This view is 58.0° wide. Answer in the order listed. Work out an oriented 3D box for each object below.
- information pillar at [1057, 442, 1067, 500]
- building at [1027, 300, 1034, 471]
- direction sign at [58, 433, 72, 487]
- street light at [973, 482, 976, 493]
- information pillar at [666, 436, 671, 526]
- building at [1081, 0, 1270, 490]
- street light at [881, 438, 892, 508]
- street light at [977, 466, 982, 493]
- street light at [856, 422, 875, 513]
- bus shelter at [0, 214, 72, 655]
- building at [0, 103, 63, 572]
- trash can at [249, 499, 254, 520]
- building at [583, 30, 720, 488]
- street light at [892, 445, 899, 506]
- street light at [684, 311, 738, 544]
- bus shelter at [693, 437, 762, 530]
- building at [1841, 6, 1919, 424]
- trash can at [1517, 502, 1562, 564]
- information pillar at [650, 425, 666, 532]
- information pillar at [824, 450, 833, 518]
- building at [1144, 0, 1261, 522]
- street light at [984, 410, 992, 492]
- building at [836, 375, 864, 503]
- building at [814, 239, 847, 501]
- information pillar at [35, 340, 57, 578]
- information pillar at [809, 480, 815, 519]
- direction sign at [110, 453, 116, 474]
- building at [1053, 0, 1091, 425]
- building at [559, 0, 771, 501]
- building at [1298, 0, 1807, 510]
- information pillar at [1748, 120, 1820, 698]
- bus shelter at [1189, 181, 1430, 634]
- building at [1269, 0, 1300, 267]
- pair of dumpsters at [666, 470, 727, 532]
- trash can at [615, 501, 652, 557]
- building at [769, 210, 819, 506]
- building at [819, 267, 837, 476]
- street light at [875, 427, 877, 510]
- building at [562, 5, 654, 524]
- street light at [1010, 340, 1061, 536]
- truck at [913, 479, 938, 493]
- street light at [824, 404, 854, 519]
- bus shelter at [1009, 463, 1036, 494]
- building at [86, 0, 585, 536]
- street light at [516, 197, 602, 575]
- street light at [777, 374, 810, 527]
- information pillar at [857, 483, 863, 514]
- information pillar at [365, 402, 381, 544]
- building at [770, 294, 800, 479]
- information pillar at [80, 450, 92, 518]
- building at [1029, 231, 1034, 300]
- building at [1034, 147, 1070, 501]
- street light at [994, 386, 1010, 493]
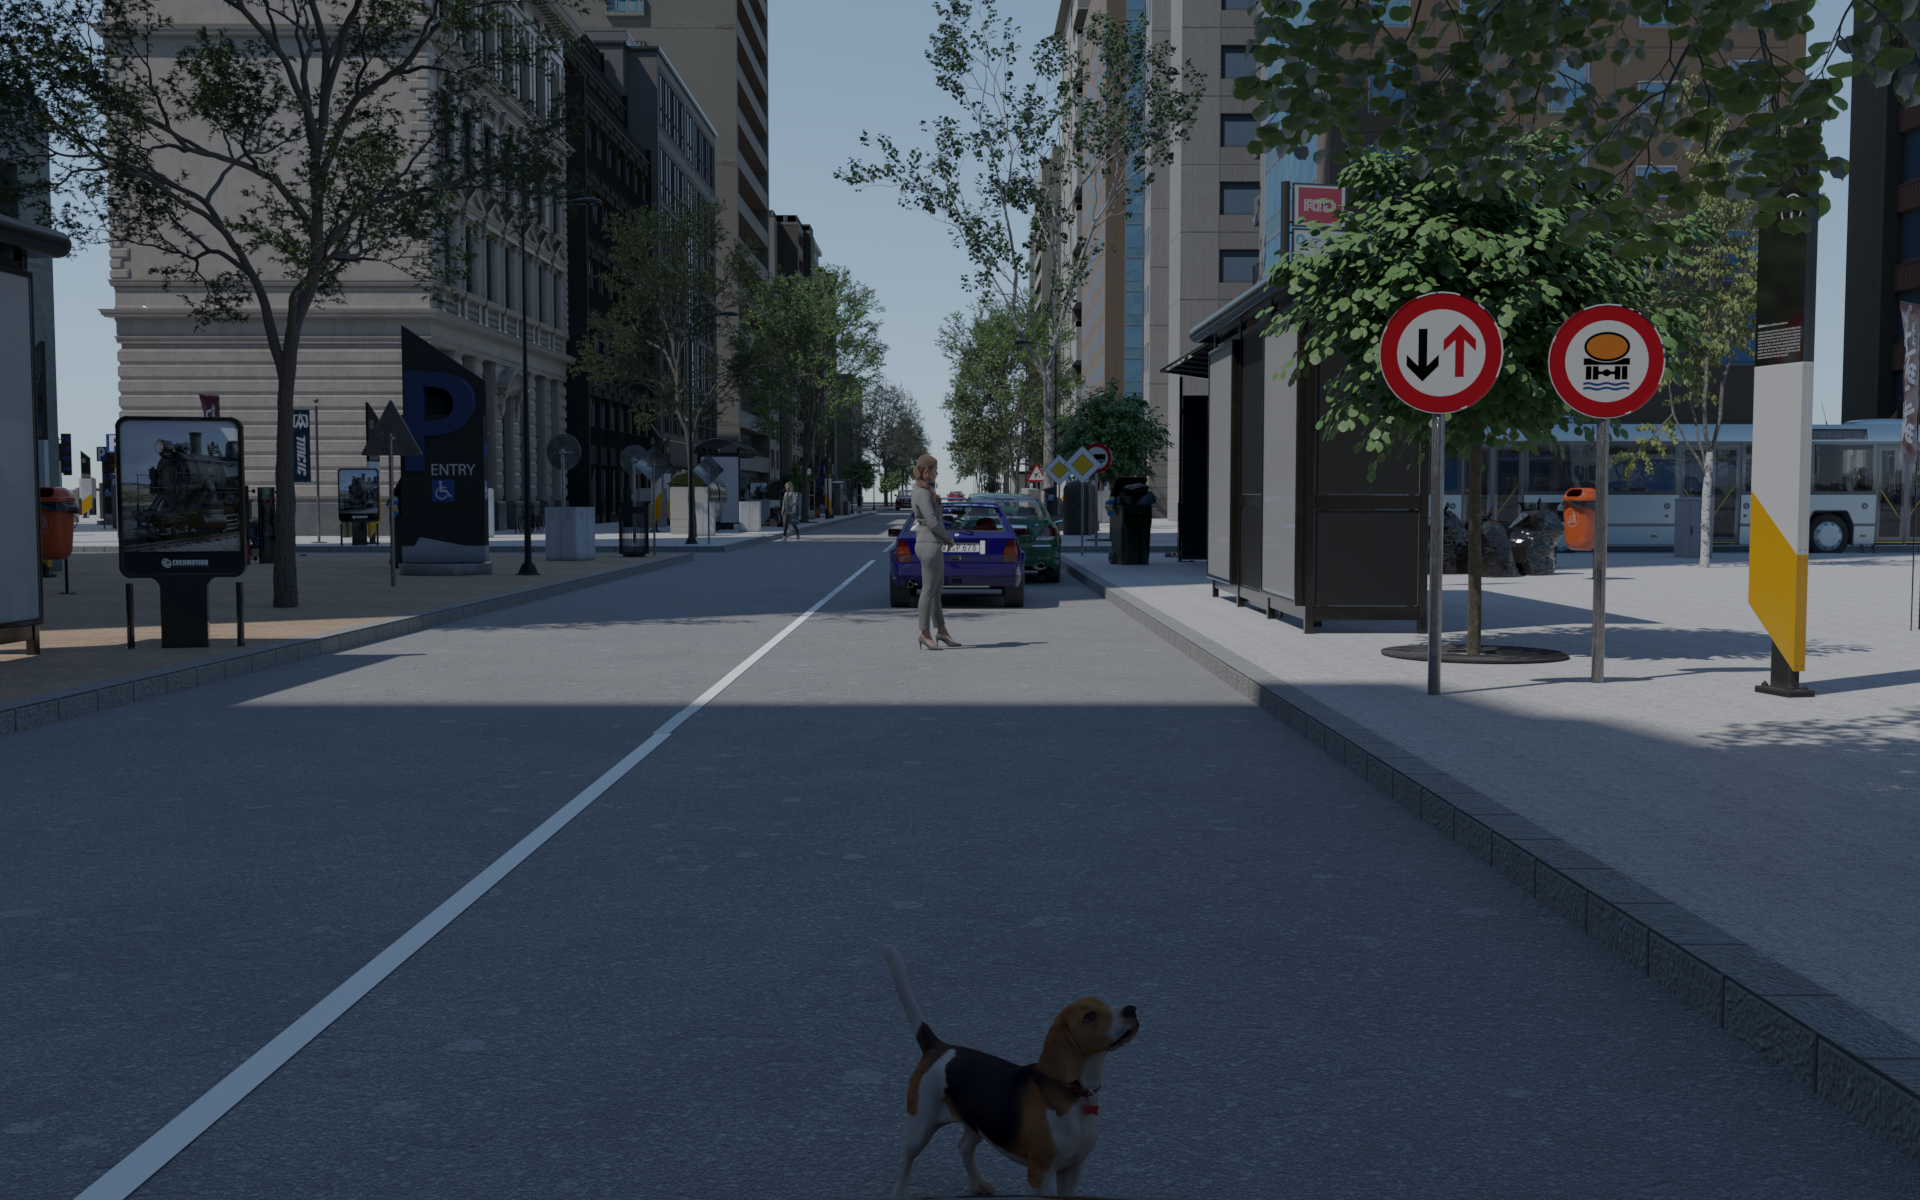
[{"bbox_3d":[4.510,-5.259,77.340,0.504,3.616,0.183,2,4,29],"label":"information pillar"},{"bbox_3d":[16.901,-29.647,256.434,14.160,30.474,14.107,0,4,0],"label":"building"},{"bbox_3d":[-33.583,-4.439,64.578,0.876,3.537,0.379,-2,4,-34],"label":"direction sign"},{"bbox_3d":[1.870,-13.595,194.818,1.470,5.913,1.316,0,4,0],"label":"street light"},{"bbox_3d":[-11.861,-4.815,70.080,0.183,3.616,0.504,2,4,25],"label":"information pillar"},{"bbox_3d":[18.072,-30.644,151.132,14.600,45.320,14.200,0,4,0],"label":"building"},{"bbox_3d":[-6.532,-10.384,142.321,1.470,5.913,1.316,0,4,0],"label":"street light"},{"bbox_3d":[2.116,-9.577,129.127,1.470,5.913,1.316,0,4,0],"label":"street light"},{"bbox_3d":[-6.414,-8.496,111.451,1.470,5.913,1.316,0,4,0],"label":"street light"},{"bbox_3d":[-8.136,-1.944,9.418,2.179,5.291,8.768,0,4,0],"label":"bus shelter"},{"bbox_3d":[-30.398,-42.955,14.993,31.000,86.520,22.319,0,4,0],"label":"building"},{"bbox_3d":[-19.294,-2.126,46.407,0.748,1.137,0.748,0,3,0],"label":"trash can"},{"bbox_3d":[-22.470,-18.716,99.514,14.314,27.812,24.014,0,4,0],"label":"building"},{"bbox_3d":[-6.599,-11.718,164.133,1.470,5.913,1.316,0,4,0],"label":"street light"},{"bbox_3d":[-6.334,-4.380,44.153,1.470,5.913,1.316,0,4,0],"label":"street light"},{"bbox_3d":[-8.698,-4.335,64.803,2.014,3.302,5.546,0,4,0],"label":"bus shelter"},{"bbox_3d":[47.689,-24.929,62.216,28.867,44.769,22.147,0,4,0],"label":"building"},{"bbox_3d":[10.139,-1.143,30.342,0.748,1.137,0.748,0,3,0],"label":"trash can"},{"bbox_3d":[-10.238,-4.095,58.300,0.504,3.616,0.183,3,5,43],"label":"information pillar"},{"bbox_3d":[-6.966,-6.128,91.549,0.183,3.616,0.504,2,4,35],"label":"information pillar"},{"bbox_3d":[20.322,-33.553,90.590,21.231,58.520,28.212,0,4,0],"label":"building"},{"bbox_3d":[2.148,-7.556,96.087,1.470,5.913,1.316,0,4,0],"label":"street light"},{"bbox_3d":[-29.282,-25.575,263.185,27.650,21.520,28.899,0,4,0],"label":"building"},{"bbox_3d":[-31.972,-33.289,236.158,32.217,40.220,23.993,0,4,0],"label":"building"},{"bbox_3d":[-14.187,-2.153,26.555,0.504,3.616,0.183,1,4,15],"label":"information pillar"},{"bbox_3d":[-7.529,-5.101,87.896,0.304,2.012,0.304,0,4,-6],"label":"information pillar"},{"bbox_3d":[-33.411,-4.714,69.067,0.876,3.537,0.379,0,4,-6],"label":"direction sign"},{"bbox_3d":[24.288,-35.693,172.823,28.713,52.752,27.495,0,4,0],"label":"building"},{"bbox_3d":[-26.014,-30.920,129.241,21.300,48.544,21.600,0,4,0],"label":"building"},{"bbox_3d":[18.168,-24.955,58.129,14.200,45.320,14.600,0,4,0],"label":"building"},{"bbox_3d":[5.255,-1.204,11.046,0.183,3.616,0.504,-1,4,-11],"label":"information pillar"},{"bbox_3d":[3.939,-2.590,19.977,2.179,5.291,8.768,0,4,0],"label":"bus shelter"},{"bbox_3d":[17.789,-29.777,136.958,14.600,45.320,14.200,0,4,0],"label":"building"},{"bbox_3d":[-8.826,-3.398,58.047,1.574,2.255,4.437,0,4,0],"label":"pair of dumpsters"},{"bbox_3d":[-6.657,-1.449,35.347,0.748,1.137,0.748,0,3,0],"label":"trash can"},{"bbox_3d":[-22.466,-24.846,177.931,14.160,30.474,14.107,0,4,0],"label":"building"},{"bbox_3d":[-22.943,-27.264,217.470,14.160,30.474,14.107,0,4,0],"label":"building"},{"bbox_3d":[-6.493,-9.040,120.344,1.470,5.913,1.316,0,4,0],"label":"street light"},{"bbox_3d":[-21.675,-15.296,79.765,12.332,23.373,15.834,0,4,0],"label":"building"},{"bbox_3d":[2.355,-4.887,52.446,1.470,5.913,1.316,0,4,0],"label":"street light"},{"bbox_3d":[-4.147,-13.783,215.116,2.967,4.110,18.799,0,3,0],"label":"truck"},{"bbox_3d":[-6.280,-7.139,89.262,1.470,5.913,1.316,0,4,0],"label":"street light"},{"bbox_3d":[4.159,-7.375,114.501,2.014,3.302,5.546,0,4,0],"label":"bus shelter"},{"bbox_3d":[-20.838,-14.217,61.325,11.050,23.489,19.941,0,4,0],"label":"building"},{"bbox_3d":[-6.305,-3.348,27.278,1.470,5.913,1.316,0,4,0],"label":"street light"},{"bbox_3d":[-6.373,-5.772,66.916,1.470,5.913,1.316,0,4,0],"label":"street light"},{"bbox_3d":[-6.583,-6.685,113.785,0.304,2.012,0.304,1,4,11],"label":"information pillar"},{"bbox_3d":[-15.037,-3.243,44.370,0.183,3.616,0.504,1,4,14],"label":"information pillar"},{"bbox_3d":[-29.565,-19.049,156.483,27.650,21.520,28.899,0,4,0],"label":"building"},{"bbox_3d":[-46.600,-6.177,92.345,0.504,3.616,0.183,-1,4,-19],"label":"information pillar"},{"bbox_3d":[17.627,-35.902,270.591,14.154,41.232,14.086,0,4,0],"label":"building"},{"bbox_3d":[21.307,-37.561,237.826,21.300,48.544,21.600,0,4,0],"label":"building"},{"bbox_3d":[2.292,-6.222,74.275,1.470,5.913,1.316,0,4,0],"label":"street light"}]
